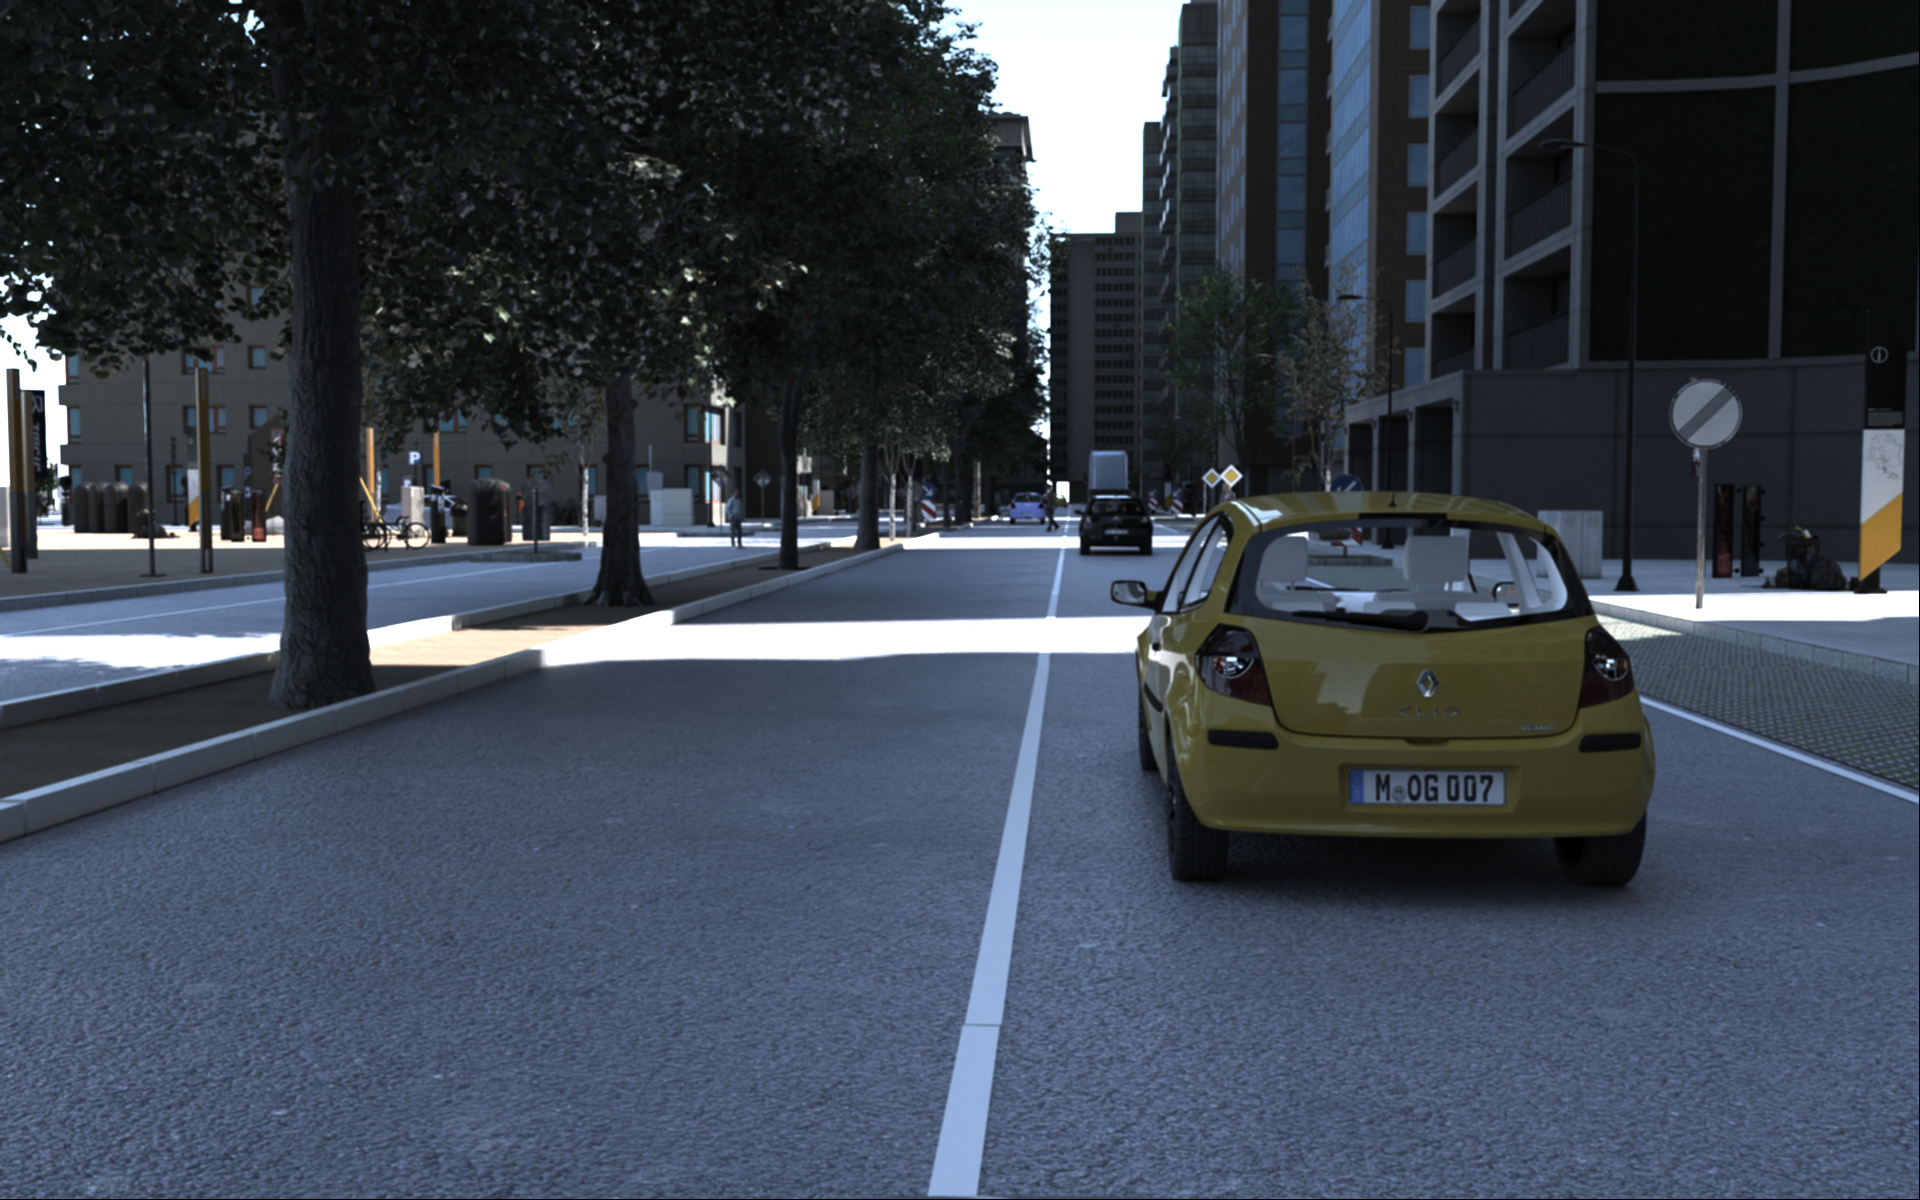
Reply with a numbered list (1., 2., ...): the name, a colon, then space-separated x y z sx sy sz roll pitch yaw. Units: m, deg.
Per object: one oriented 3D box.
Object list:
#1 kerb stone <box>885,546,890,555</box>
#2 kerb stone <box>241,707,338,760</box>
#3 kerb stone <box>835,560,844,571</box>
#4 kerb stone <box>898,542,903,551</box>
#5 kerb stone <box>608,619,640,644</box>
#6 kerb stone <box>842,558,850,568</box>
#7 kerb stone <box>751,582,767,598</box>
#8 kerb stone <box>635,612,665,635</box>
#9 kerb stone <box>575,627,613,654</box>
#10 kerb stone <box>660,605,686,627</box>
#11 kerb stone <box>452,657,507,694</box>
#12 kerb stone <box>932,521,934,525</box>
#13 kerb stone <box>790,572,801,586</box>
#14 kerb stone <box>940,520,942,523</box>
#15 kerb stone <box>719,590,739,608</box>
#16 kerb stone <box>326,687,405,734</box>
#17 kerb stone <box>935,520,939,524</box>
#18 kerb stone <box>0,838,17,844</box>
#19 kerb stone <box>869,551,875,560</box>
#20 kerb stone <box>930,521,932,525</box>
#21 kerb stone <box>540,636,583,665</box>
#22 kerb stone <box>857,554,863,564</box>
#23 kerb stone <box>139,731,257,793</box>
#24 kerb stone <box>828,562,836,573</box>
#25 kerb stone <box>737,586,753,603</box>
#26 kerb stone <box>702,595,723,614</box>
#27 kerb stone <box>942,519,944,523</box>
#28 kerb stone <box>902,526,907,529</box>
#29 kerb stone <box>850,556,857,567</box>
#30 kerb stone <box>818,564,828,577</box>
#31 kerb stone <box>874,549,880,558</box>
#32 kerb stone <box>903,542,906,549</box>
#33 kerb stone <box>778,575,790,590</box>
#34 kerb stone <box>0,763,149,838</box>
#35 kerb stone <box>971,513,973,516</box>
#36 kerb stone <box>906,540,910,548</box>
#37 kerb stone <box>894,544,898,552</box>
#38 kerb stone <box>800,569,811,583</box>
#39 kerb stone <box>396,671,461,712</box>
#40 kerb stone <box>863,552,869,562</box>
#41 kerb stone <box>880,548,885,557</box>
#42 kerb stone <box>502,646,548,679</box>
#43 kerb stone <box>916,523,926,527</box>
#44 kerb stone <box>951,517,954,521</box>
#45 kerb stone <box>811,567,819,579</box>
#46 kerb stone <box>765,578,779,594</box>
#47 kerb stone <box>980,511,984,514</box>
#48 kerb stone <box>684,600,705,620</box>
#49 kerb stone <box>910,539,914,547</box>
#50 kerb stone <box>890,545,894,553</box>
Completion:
1. kerb stone: -1.815 -1.121 40.519 0.120 0.150 1.000 0 4 4
2. kerb stone: -3.812 0.757 9.821 0.120 0.150 1.000 0 4 4
3. kerb stone: -2.346 -0.620 32.328 0.120 0.150 1.000 0 4 4
4. kerb stone: -1.613 -1.308 43.583 0.120 0.150 1.000 0 4 4
5. kerb stone: -3.346 0.322 16.980 0.120 0.150 1.000 0 4 4
6. kerb stone: -2.288 -0.682 33.349 0.120 0.150 1.000 0 4 4
7. kerb stone: -2.880 -0.120 24.152 0.120 0.150 1.000 0 4 4
8. kerb stone: -3.277 0.256 18.013 0.120 0.150 1.000 0 4 4
9. kerb stone: -3.411 0.382 15.953 0.120 0.150 1.000 0 4 4
10. kerb stone: -3.210 0.193 19.033 0.120 0.150 1.000 0 4 4
11. kerb stone: -3.611 0.569 12.893 0.120 0.150 1.000 0 4 4
12. kerb stone: -1.420 -3.477 79.051 0.120 0.150 1.000 0 4 4
13. kerb stone: -2.674 -0.307 27.220 0.120 0.150 1.000 0 4 4
14. kerb stone: -1.090 -3.791 84.180 0.120 0.150 1.000 0 4 4
15. kerb stone: -3.015 0.006 22.102 0.120 0.150 1.000 0 4 4
16. kerb stone: -3.745 0.694 10.841 0.120 0.150 1.000 0 4 4
17. kerb stone: -1.229 -3.666 82.129 0.120 0.150 1.000 0 4 4
18. kerb stone: -4.010 0.954 6.755 0.120 0.150 1.000 0 4 4
19. kerb stone: -2.013 -0.931 37.447 0.120 0.150 1.000 0 4 4
20. kerb stone: -1.490 -3.415 78.025 0.120 0.150 1.000 0 4 4
21. kerb stone: -3.476 0.444 14.933 0.120 0.150 1.000 0 4 4
22. kerb stone: -2.148 -0.800 35.401 0.120 0.150 1.000 0 4 4
23. kerb stone: -3.881 0.819 8.798 0.120 0.150 1.000 0 4 4
24. kerb stone: -2.411 -0.557 31.304 0.120 0.150 1.000 0 4 4
25. kerb stone: -2.951 -0.057 23.122 0.120 0.150 1.000 0 4 4
26. kerb stone: -3.079 0.069 21.072 0.120 0.150 1.000 0 4 4
27. kerb stone: -1.027 -3.854 85.211 0.120 0.150 1.000 0 4 4
28. kerb stone: -2.091 -2.851 68.814 0.120 0.150 1.000 0 4 4
29. kerb stone: -2.218 -0.744 34.375 0.120 0.150 1.000 0 4 4
30. kerb stone: -2.489 -0.494 30.280 0.120 0.150 1.000 0 4 4
31. kerb stone: -1.954 -0.996 38.474 0.120 0.150 1.000 0 4 4
32. kerb stone: -1.553 -1.366 44.603 0.120 0.150 1.000 0 4 4
33. kerb stone: -2.752 -0.245 26.195 0.120 0.150 1.000 0 4 4
34. kerb stone: -3.944 0.882 7.774 0.120 0.150 1.000 0 4 4
35. kerb stone: 0.971 -5.731 115.927 0.120 0.150 1.000 0 4 4
36. kerb stone: -1.496 -1.433 45.624 0.120 0.150 1.000 0 4 4
37. kerb stone: -1.684 -1.246 42.563 0.120 0.150 1.000 0 4 4
38. kerb stone: -2.611 -0.370 28.240 0.120 0.150 1.000 0 4 4
39. kerb stone: -3.677 0.632 11.869 0.120 0.150 1.000 0 4 4
40. kerb stone: -2.085 -0.866 36.426 0.120 0.150 1.000 0 4 4
41. kerb stone: -1.891 -1.055 39.496 0.120 0.150 1.000 0 4 4
42. kerb stone: -3.541 0.507 13.913 0.120 0.150 1.000 0 4 4
43. kerb stone: -1.688 -3.227 74.962 0.120 0.150 1.000 0 4 4
44. kerb stone: -0.362 -4.476 95.480 0.120 0.150 1.000 0 4 4
45. kerb stone: -2.550 -0.432 29.260 0.120 0.150 1.000 0 4 4
46. kerb stone: -2.811 -0.182 25.175 0.120 0.150 1.000 0 4 4
47. kerb stone: 1.764 -6.484 128.208 0.120 0.150 1.000 0 4 4
48. kerb stone: -3.151 0.131 20.053 0.120 0.150 1.000 0 4 4
49. kerb stone: -1.424 -1.493 46.643 0.120 0.150 1.000 0 4 4
50. kerb stone: -1.759 -1.178 41.543 0.120 0.150 1.000 0 4 4
